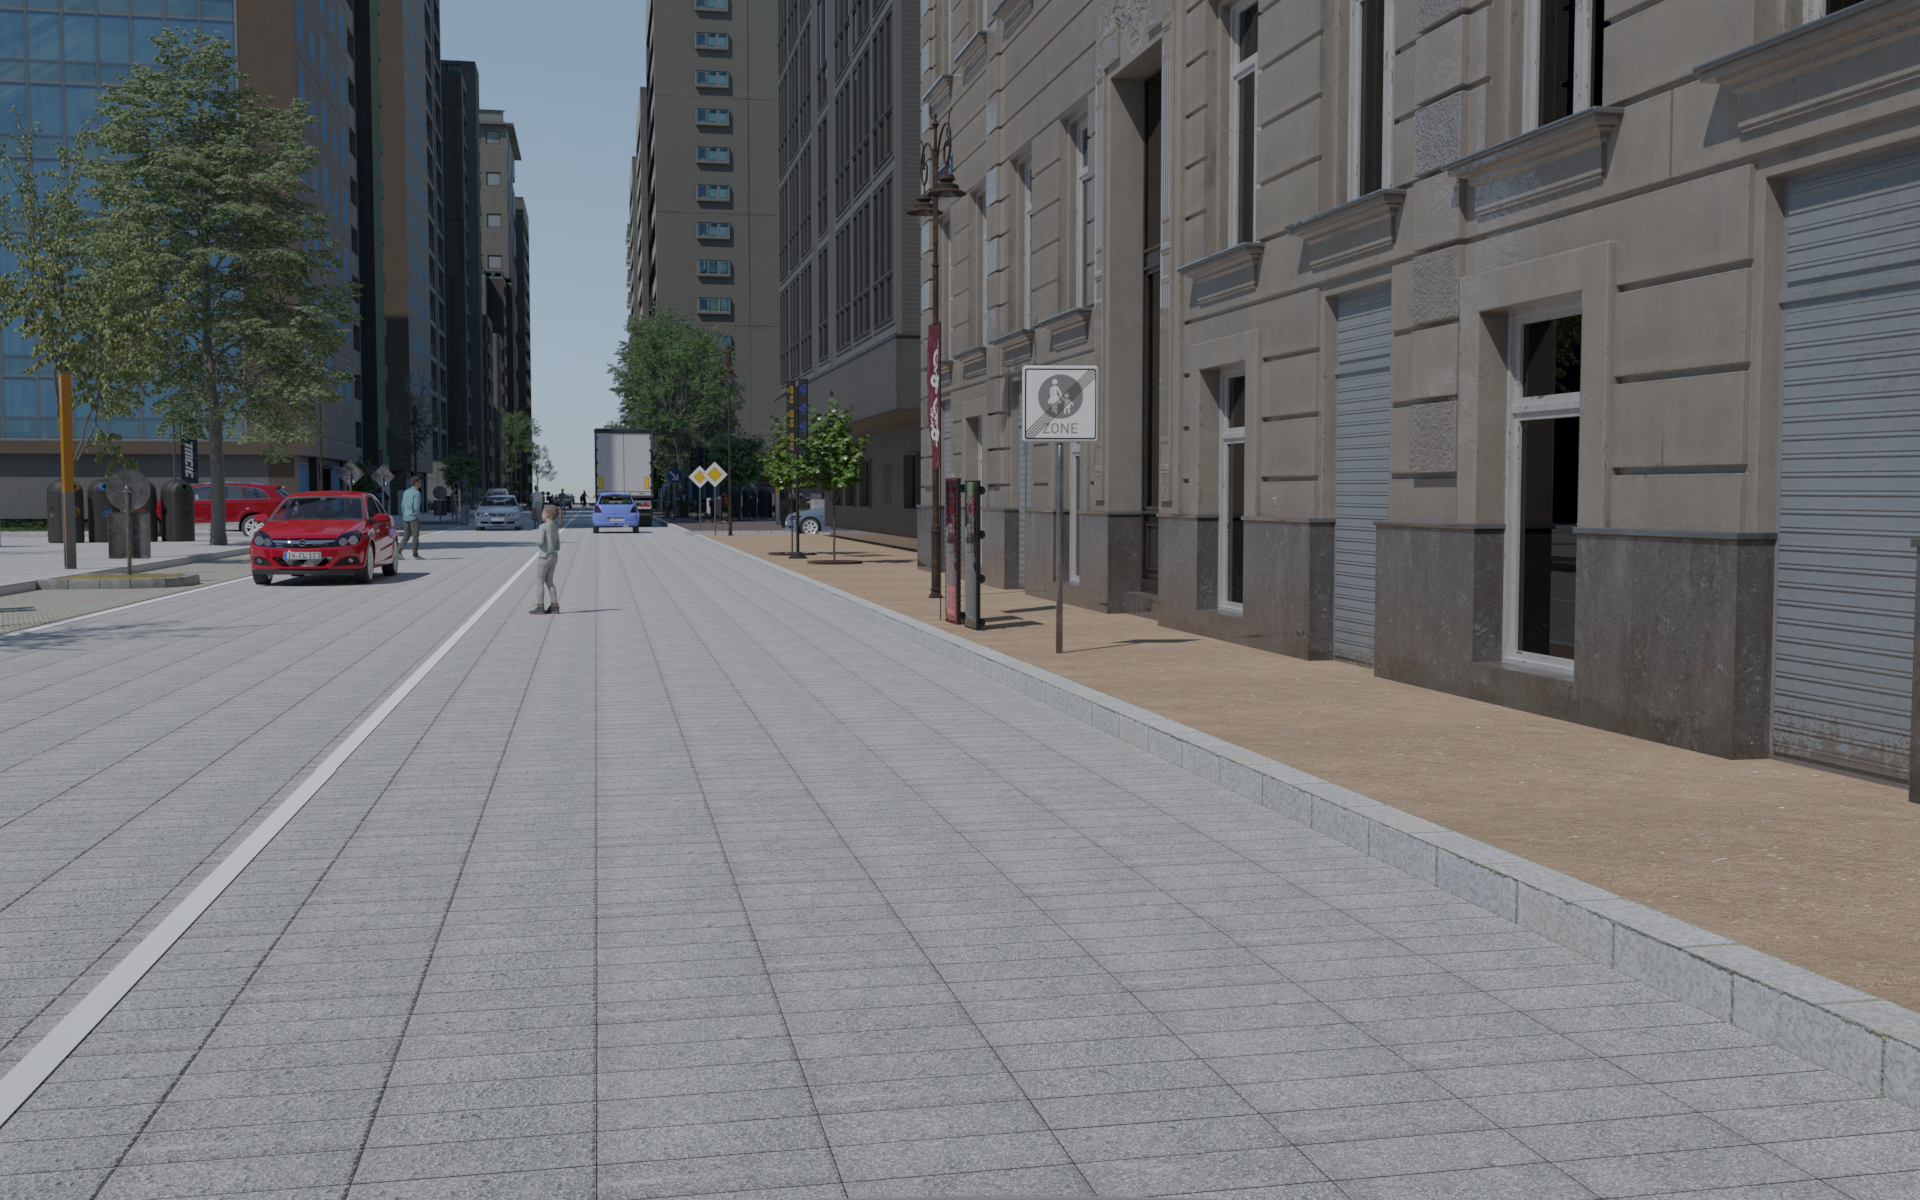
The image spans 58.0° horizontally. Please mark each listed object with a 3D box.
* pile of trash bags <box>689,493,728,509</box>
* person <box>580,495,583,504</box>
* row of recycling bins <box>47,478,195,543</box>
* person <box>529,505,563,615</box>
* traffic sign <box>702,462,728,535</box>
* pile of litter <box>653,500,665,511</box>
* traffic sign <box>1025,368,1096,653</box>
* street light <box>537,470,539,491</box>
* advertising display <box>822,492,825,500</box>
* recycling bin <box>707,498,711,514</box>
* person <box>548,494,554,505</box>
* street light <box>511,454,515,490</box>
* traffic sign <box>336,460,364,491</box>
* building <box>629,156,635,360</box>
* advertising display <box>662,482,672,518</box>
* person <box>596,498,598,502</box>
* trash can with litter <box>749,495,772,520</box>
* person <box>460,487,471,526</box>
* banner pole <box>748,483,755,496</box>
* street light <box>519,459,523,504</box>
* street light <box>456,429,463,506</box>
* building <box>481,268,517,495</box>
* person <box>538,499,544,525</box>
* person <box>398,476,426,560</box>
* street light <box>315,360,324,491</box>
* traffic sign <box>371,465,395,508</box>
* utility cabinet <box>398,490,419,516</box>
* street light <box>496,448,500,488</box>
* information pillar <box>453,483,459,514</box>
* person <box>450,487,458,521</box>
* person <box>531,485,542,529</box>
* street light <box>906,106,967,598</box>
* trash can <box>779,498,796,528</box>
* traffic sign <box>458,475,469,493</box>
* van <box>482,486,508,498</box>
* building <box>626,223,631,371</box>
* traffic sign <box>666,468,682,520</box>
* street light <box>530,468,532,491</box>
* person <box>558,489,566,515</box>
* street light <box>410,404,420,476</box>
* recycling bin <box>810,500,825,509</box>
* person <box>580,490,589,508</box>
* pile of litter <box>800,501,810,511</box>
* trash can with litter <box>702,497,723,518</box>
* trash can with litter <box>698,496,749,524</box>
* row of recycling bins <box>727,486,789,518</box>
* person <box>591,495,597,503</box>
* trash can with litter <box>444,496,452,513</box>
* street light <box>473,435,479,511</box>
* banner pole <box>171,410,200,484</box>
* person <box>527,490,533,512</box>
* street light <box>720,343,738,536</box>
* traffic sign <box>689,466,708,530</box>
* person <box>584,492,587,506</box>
[{"bbox_3d":[-18.677,-7.350,129.928,1.912,1.369,3.447,3,5,39],"label":"pile of trash bags"},{"bbox_3d":[-43.514,-11.466,199.209,0.421,1.427,0.697,0,4,3],"label":"person"},{"bbox_3d":[-22.335,-2.387,46.142,3.534,1.692,1.069,-2,4,-32],"label":"row of recycling bins"},{"bbox_3d":[-4.951,-0.482,20.663,0.394,1.301,0.425,0,4,5],"label":"person"},{"bbox_3d":[-7.595,-3.061,53.685,0.795,2.450,0.064,-1,4,-12],"label":"traffic sign"},{"bbox_3d":[-23.310,-7.261,132.675,1.719,0.858,1.176,1,4,14],"label":"pile of litter"},{"bbox_3d":[0.799,-0.719,13.891,0.606,2.300,0.079,0,4,-2],"label":"traffic sign"},{"bbox_3d":[-67.301,-18.566,276.348,0.468,5.910,1.993,-1,4,-12],"label":"street light"},{"bbox_3d":[-7.519,-5.775,99.633,0.974,1.923,0.123,-3,4,-38],"label":"advertising display"},{"bbox_3d":[-15.621,-5.965,110.084,0.722,1.027,0.722,1,4,20],"label":"recycling bin"},{"bbox_3d":[-41.171,-9.956,174.505,0.697,1.427,0.421,3,5,41],"label":"person"},{"bbox_3d":[-50.606,-13.673,196.342,0.468,5.910,1.993,-1,4,-12],"label":"street light"},{"bbox_3d":[-18.116,-2.928,51.509,0.795,2.450,0.064,-1,4,-12],"label":"traffic sign"},{"bbox_3d":[-34.218,-37.580,238.140,21.300,48.544,21.600,-1,4,-12],"label":"building"},{"bbox_3d":[-15.586,-5.320,92.198,0.123,1.923,0.974,-2,4,-35],"label":"advertising display"},{"bbox_3d":[-26.359,-7.223,126.689,0.616,1.811,0.778,-3,4,-37],"label":"person"},{"bbox_3d":[-10.428,-4.681,87.592,1.678,1.210,2.233,-3,5,-43],"label":"trash can with litter"},{"bbox_3d":[-22.371,-4.235,78.293,0.362,1.759,0.519,3,5,43],"label":"person"},{"bbox_3d":[-11.038,-6.202,91.428,0.401,3.779,0.863,2,4,28],"label":"banner pole"},{"bbox_3d":[-54.590,-14.838,215.386,0.468,5.910,1.993,-1,4,-12],"label":"street light"},{"bbox_3d":[-34.575,-9.001,119.959,0.468,5.910,1.993,-1,4,-12],"label":"street light"},{"bbox_3d":[-64.220,-27.465,220.748,14.160,30.474,14.107,-1,4,-12],"label":"building"},{"bbox_3d":[-19.171,-4.154,79.011,0.503,1.515,0.523,-3,4,-39],"label":"person"},{"bbox_3d":[-11.964,-1.781,37.632,0.660,1.820,0.620,3,4,36],"label":"person"},{"bbox_3d":[-21.834,-5.283,59.159,0.468,5.910,1.993,-1,4,-12],"label":"street light"},{"bbox_3d":[-19.755,-3.406,59.325,0.795,2.450,0.064,-1,4,-12],"label":"traffic sign"},{"bbox_3d":[-32.549,-5.721,102.210,1.173,1.500,0.318,-1,4,-22],"label":"utility cabinet"},{"bbox_3d":[-44.050,-11.779,165.374,0.468,5.910,1.993,-1,4,-12],"label":"street light"},{"bbox_3d":[-32.131,-6.477,110.385,0.304,2.012,0.304,-2,4,-26],"label":"information pillar"},{"bbox_3d":[-24.812,-4.665,85.105,0.374,1.781,0.599,-3,4,-36],"label":"person"},{"bbox_3d":[-17.316,-3.809,71.000,0.478,1.798,0.641,-2,4,-29],"label":"person"},{"bbox_3d":[-0.300,-2.961,21.199,0.468,5.910,1.993,-1,4,-12],"label":"street light"},{"bbox_3d":[-6.543,-3.322,65.966,0.748,1.137,0.748,0,3,0],"label":"trash can"},{"bbox_3d":[-33.804,-7.210,117.988,0.768,2.556,0.104,-1,4,-10],"label":"traffic sign"},{"bbox_3d":[-32.908,-7.095,123.009,2.013,2.044,4.112,-1,4,-12],"label":"van"},{"bbox_3d":[-42.101,-40.290,278.349,23.786,49.044,30.456,-1,4,-12],"label":"building"},{"bbox_3d":[-13.890,-5.143,84.191,0.768,2.556,0.104,-1,4,-10],"label":"traffic sign"},{"bbox_3d":[-60.907,-16.707,245.953,0.468,5.910,1.993,-1,4,-12],"label":"street light"},{"bbox_3d":[-26.734,-6.583,116.320,0.511,1.800,0.466,0,4,-3],"label":"person"},{"bbox_3d":[-28.158,-7.143,89.569,0.468,5.910,1.993,-1,4,-12],"label":"street light"},{"bbox_3d":[-6.496,-4.117,79.866,0.722,1.027,0.722,-1,4,-15],"label":"recycling bin"},{"bbox_3d":[-38.409,-10.317,177.200,1.348,1.823,0.705,2,4,26],"label":"person"},{"bbox_3d":[-9.404,-5.664,106.571,1.719,0.858,1.176,2,4,30],"label":"pile of litter"},{"bbox_3d":[-13.088,-4.892,91.370,0.624,1.170,1.055,3,4,37],"label":"trash can with litter"},{"bbox_3d":[-10.689,-3.972,75.999,1.678,1.210,2.233,-3,4,-38],"label":"trash can with litter"},{"bbox_3d":[-11.011,-5.342,94.456,3.534,1.692,1.069,1,4,12],"label":"row of recycling bins"},{"bbox_3d":[-33.297,-9.194,158.803,0.705,1.826,1.348,2,4,25],"label":"person"},{"bbox_3d":[-34.902,-6.537,118.260,0.624,1.170,1.055,0,4,-7],"label":"trash can with litter"},{"bbox_3d":[-37.544,-9.880,134.325,0.468,5.910,1.993,-1,4,-12],"label":"street light"},{"bbox_3d":[-22.635,-3.699,50.490,0.863,3.779,0.401,-2,4,-29],"label":"banner pole"},{"bbox_3d":[-34.699,-8.020,140.344,1.217,1.735,0.721,3,5,40],"label":"person"},{"bbox_3d":[-7.069,-4.915,53.141,0.468,5.910,1.993,-1,4,-12],"label":"street light"},{"bbox_3d":[-9.234,-3.539,61.501,0.795,2.450,0.064,-1,4,-12],"label":"traffic sign"},{"bbox_3d":[-44.045,-11.870,203.504,0.436,1.711,0.756,-1,4,-18],"label":"person"}]
